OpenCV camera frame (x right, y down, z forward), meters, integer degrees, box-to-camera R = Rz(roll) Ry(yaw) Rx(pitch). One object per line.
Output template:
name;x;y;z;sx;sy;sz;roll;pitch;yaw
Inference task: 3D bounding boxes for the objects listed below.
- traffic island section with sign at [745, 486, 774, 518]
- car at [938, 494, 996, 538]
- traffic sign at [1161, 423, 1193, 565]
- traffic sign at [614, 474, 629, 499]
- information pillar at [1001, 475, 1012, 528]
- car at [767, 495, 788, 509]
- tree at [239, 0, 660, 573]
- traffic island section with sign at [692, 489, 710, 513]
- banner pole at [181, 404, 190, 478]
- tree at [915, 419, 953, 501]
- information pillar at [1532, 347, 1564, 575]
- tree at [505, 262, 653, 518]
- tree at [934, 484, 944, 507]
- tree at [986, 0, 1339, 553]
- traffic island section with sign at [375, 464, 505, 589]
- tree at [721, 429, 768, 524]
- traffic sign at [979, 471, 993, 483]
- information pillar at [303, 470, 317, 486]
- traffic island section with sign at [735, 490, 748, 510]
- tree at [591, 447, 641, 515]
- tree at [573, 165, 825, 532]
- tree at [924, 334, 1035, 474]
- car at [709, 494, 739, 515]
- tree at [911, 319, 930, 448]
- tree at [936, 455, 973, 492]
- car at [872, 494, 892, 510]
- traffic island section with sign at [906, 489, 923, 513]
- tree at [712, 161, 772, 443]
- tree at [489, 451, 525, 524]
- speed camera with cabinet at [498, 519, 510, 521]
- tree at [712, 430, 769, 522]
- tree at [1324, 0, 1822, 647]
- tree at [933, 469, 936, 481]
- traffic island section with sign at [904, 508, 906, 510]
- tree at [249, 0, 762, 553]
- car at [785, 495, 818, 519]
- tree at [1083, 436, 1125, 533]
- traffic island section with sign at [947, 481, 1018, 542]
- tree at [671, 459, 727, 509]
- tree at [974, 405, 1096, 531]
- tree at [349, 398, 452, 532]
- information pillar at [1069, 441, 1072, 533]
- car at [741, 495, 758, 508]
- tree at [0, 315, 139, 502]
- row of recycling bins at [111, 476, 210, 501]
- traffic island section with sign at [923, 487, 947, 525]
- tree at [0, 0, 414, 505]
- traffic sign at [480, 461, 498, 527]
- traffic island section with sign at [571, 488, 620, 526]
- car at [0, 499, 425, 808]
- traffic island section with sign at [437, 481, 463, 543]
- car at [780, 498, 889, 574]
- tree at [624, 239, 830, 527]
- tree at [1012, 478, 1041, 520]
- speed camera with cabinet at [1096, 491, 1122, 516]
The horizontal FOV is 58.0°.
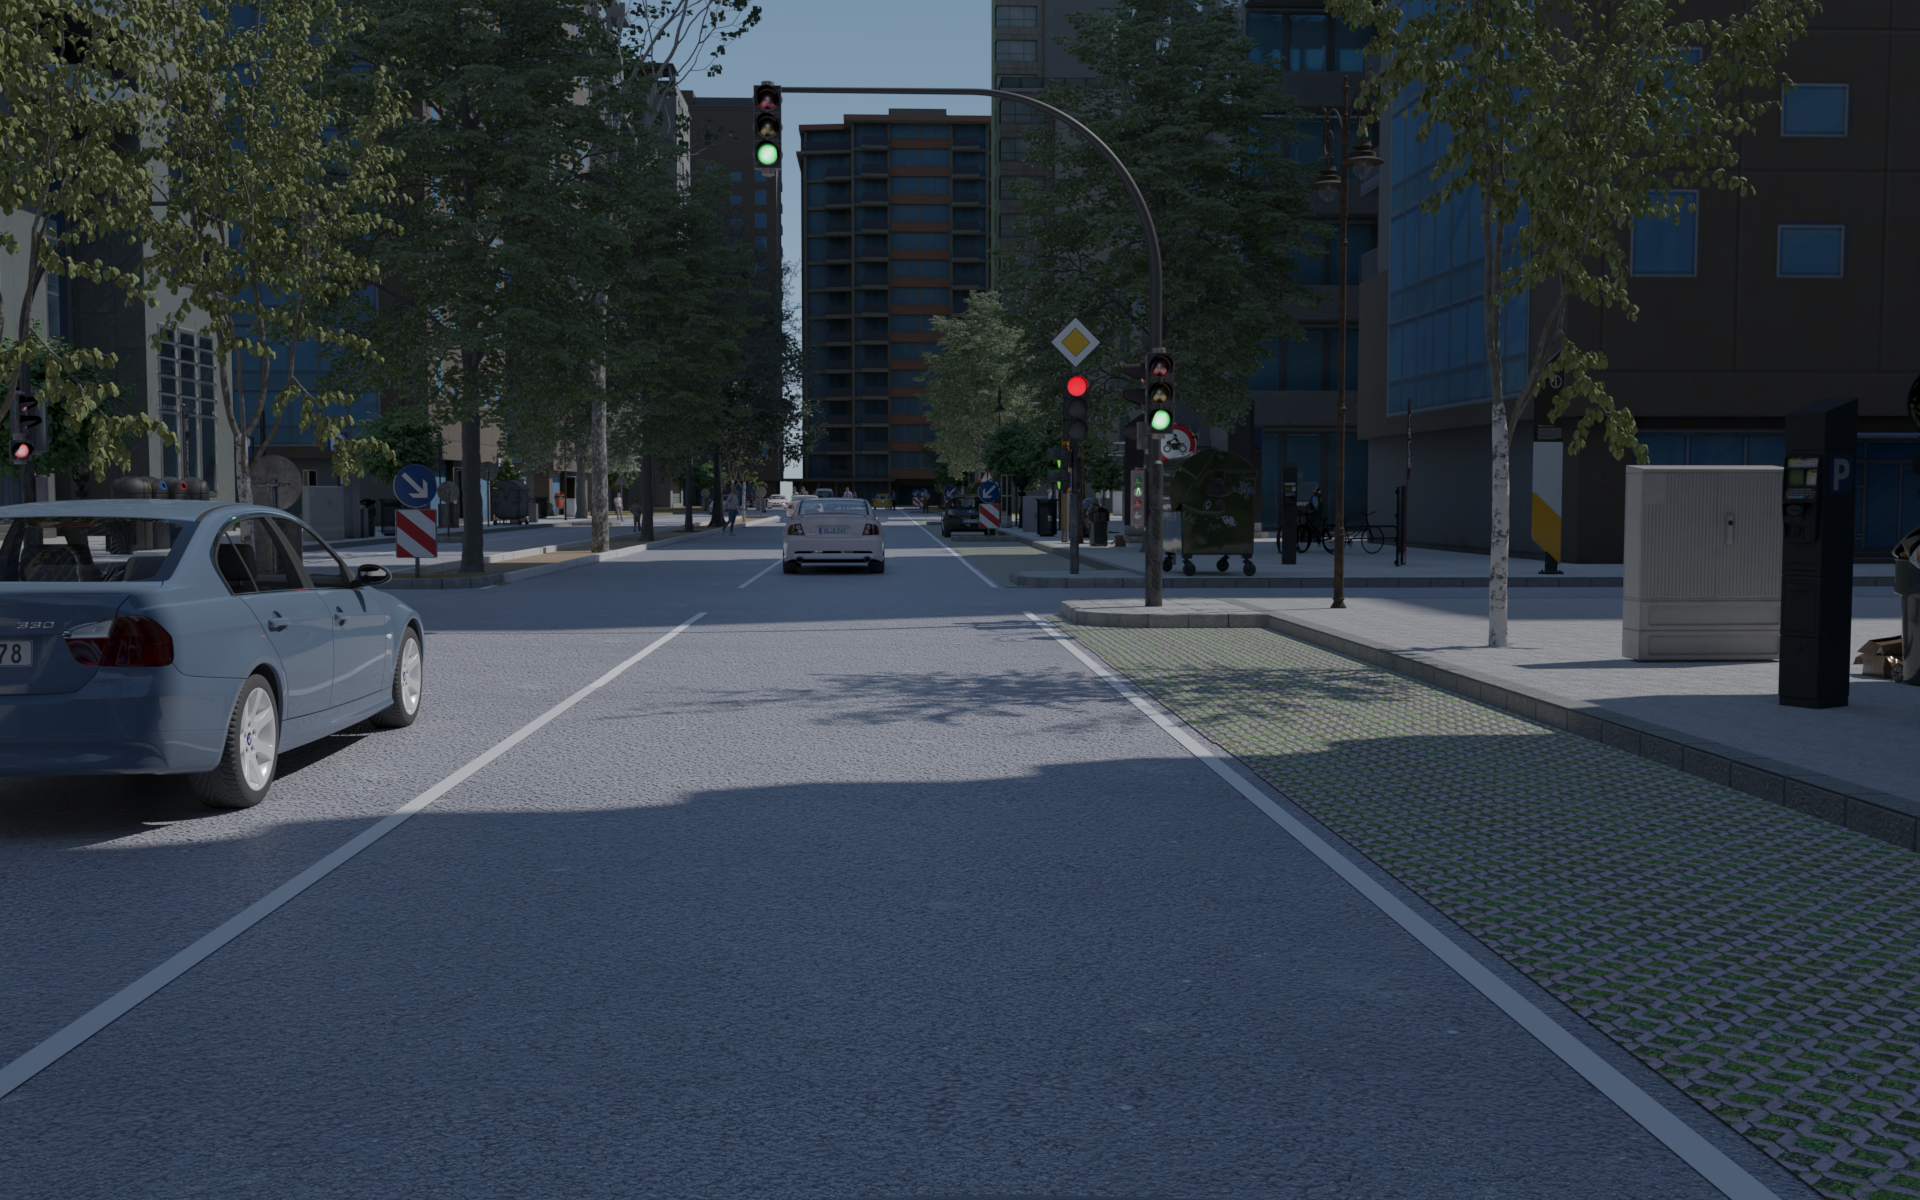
traffic island section with sign;-11.778;-5.744;102.043;2.006;1.907;1.989;0;4;-3
car;0.264;-2.959;58.163;2.009;1.686;4.222;0;4;-2
traffic sign;3.881;-1.911;31.344;0.768;2.556;0.104;0;4;3
traffic sign;-19.821;-6.203;101.425;0.884;2.594;0.081;0;4;-1
information pillar;1.763;-3.733;65.534;0.304;2.012;0.304;3;5;41
car;-17.802;-9.588;169.125;2.083;1.381;4.827;0;4;-3
tree;-8.696;-6.722;30.487;7.486;12.596;7.792;0;3;0
traffic island section with sign;-18.897;-7.344;128.709;1.989;1.847;2.006;0;4;-3
banner pole;-21.326;-3.532;47.766;0.401;3.779;0.863;-3;4;-36
tree;-1.554;-12.170;149.348;4.360;8.622;3.978;0;3;0
information pillar;9.380;-2.217;27.596;0.504;3.616;0.183;-1;4;-12
tree;-19.915;-11.285;91.165;9.857;13.997;8.962;0;3;0
tree;-1.941;-11.161;177.077;1.663;3.219;1.824;0;3;0
tree;4.597;-7.307;37.599;7.486;12.596;7.792;0;3;0
traffic island section with sign;-8.301;-1.153;26.984;2.006;1.907;1.989;0;4;-3
tree;-10.844;-7.958;82.928;4.737;8.622;4.395;0;3;0
traffic sign;1.352;-5.201;85.040;0.884;2.594;0.081;0;4;6
information pillar;-19.575;-2.919;52.222;0.304;2.012;0.304;3;5;41
traffic island section with sign;-20.130;-8.991;155.636;1.989;1.847;2.006;0;4;-3
tree;-21.611;-7.624;108.366;4.285;4.588;4.351;0;3;0
tree;-10.094;-9.259;64.204;12.009;13.543;11.850;0;3;0
tree;1.264;-11.252;109.731;9.928;11.665;9.643;0;3;0
car;-16.349;-6.616;120.173;2.014;1.417;4.499;0;4;-1
tree;1.139;-10.897;96.292;7.486;12.596;7.792;0;3;0
tree;2.177;-5.231;69.236;4.285;4.588;4.351;0;3;0
car;-7.094;-9.127;159.458;2.015;1.641;3.980;0;4;-2
traffic island section with sign;-2.842;-7.404;129.681;1.989;1.847;2.006;0;4;-3
tree;-9.643;-8.083;52.746;7.486;12.596;7.792;0;3;0
tree;-19.224;-4.836;73.675;1.663;3.219;1.824;0;3;0
speed camera with cabinet;-22.183;-5.492;84.129;0.660;3.252;2.038;-1;4;-16
tree;-10.959;-8.241;87.568;4.360;8.622;3.978;0;3;0
tree;4.708;-3.903;14.169;4.737;8.622;4.395;0;3;0
tree;-0.499;-9.215;134.370;4.285;4.588;4.351;0;3;0
traffic island section with sign;-4.089;-9.051;156.607;1.989;1.847;2.006;0;4;-3
tree;-10.013;-11.254;42.357;12.611;20.169;13.585;0;3;0
car;-7.907;-4.652;88.418;2.083;1.381;4.827;0;4;-4
tree;4.756;-3.820;57.065;1.663;3.219;1.824;0;3;0
traffic island section with sign;0.726;-2.682;52.477;1.989;1.847;2.006;0;4;-3
tree;-23.240;-10.163;149.874;4.285;4.588;4.351;0;3;0
tree;3.609;-4.736;61.144;4.285;4.588;4.351;0;3;0
tree;-19.175;-4.629;59.396;4.285;4.588;4.351;0;3;0
information pillar;3.524;-3.927;55.559;0.183;3.616;0.504;-1;4;-19
car;-21.189;-9.967;175.534;1.945;1.354;3.894;0;4;-3
tree;-16.981;-2.935;31.703;4.285;4.588;4.351;0;3;0
row of recycling bins;-18.790;-2.054;40.700;1.069;1.692;3.534;0;4;3
traffic island section with sign;-0.556;-4.369;80.067;1.989;1.847;2.006;0;4;-3
tree;-7.538;-3.987;18.013;4.737;8.622;4.395;0;3;0
traffic sign;-18.405;-4.123;67.525;0.768;2.556;0.104;0;4;1
traffic island section with sign;-16.597;-4.312;79.132;1.989;1.847;2.006;0;4;-3
car;-4.155;0.175;9.143;2.014;1.417;4.499;0;4;-3
traffic island section with sign;-15.332;-2.630;51.635;1.989;1.847;2.006;0;4;-3
car;-2.374;-1.241;32.657;2.083;1.381;4.827;0;4;-4
tree;-10.541;-9.520;75.110;9.611;12.733;9.660;0;3;0
tree;3.124;-5.555;85.430;1.663;3.219;1.824;0;3;0
speed camera with cabinet;9.060;-6.590;102.078;2.038;3.252;0.660;2;4;25
